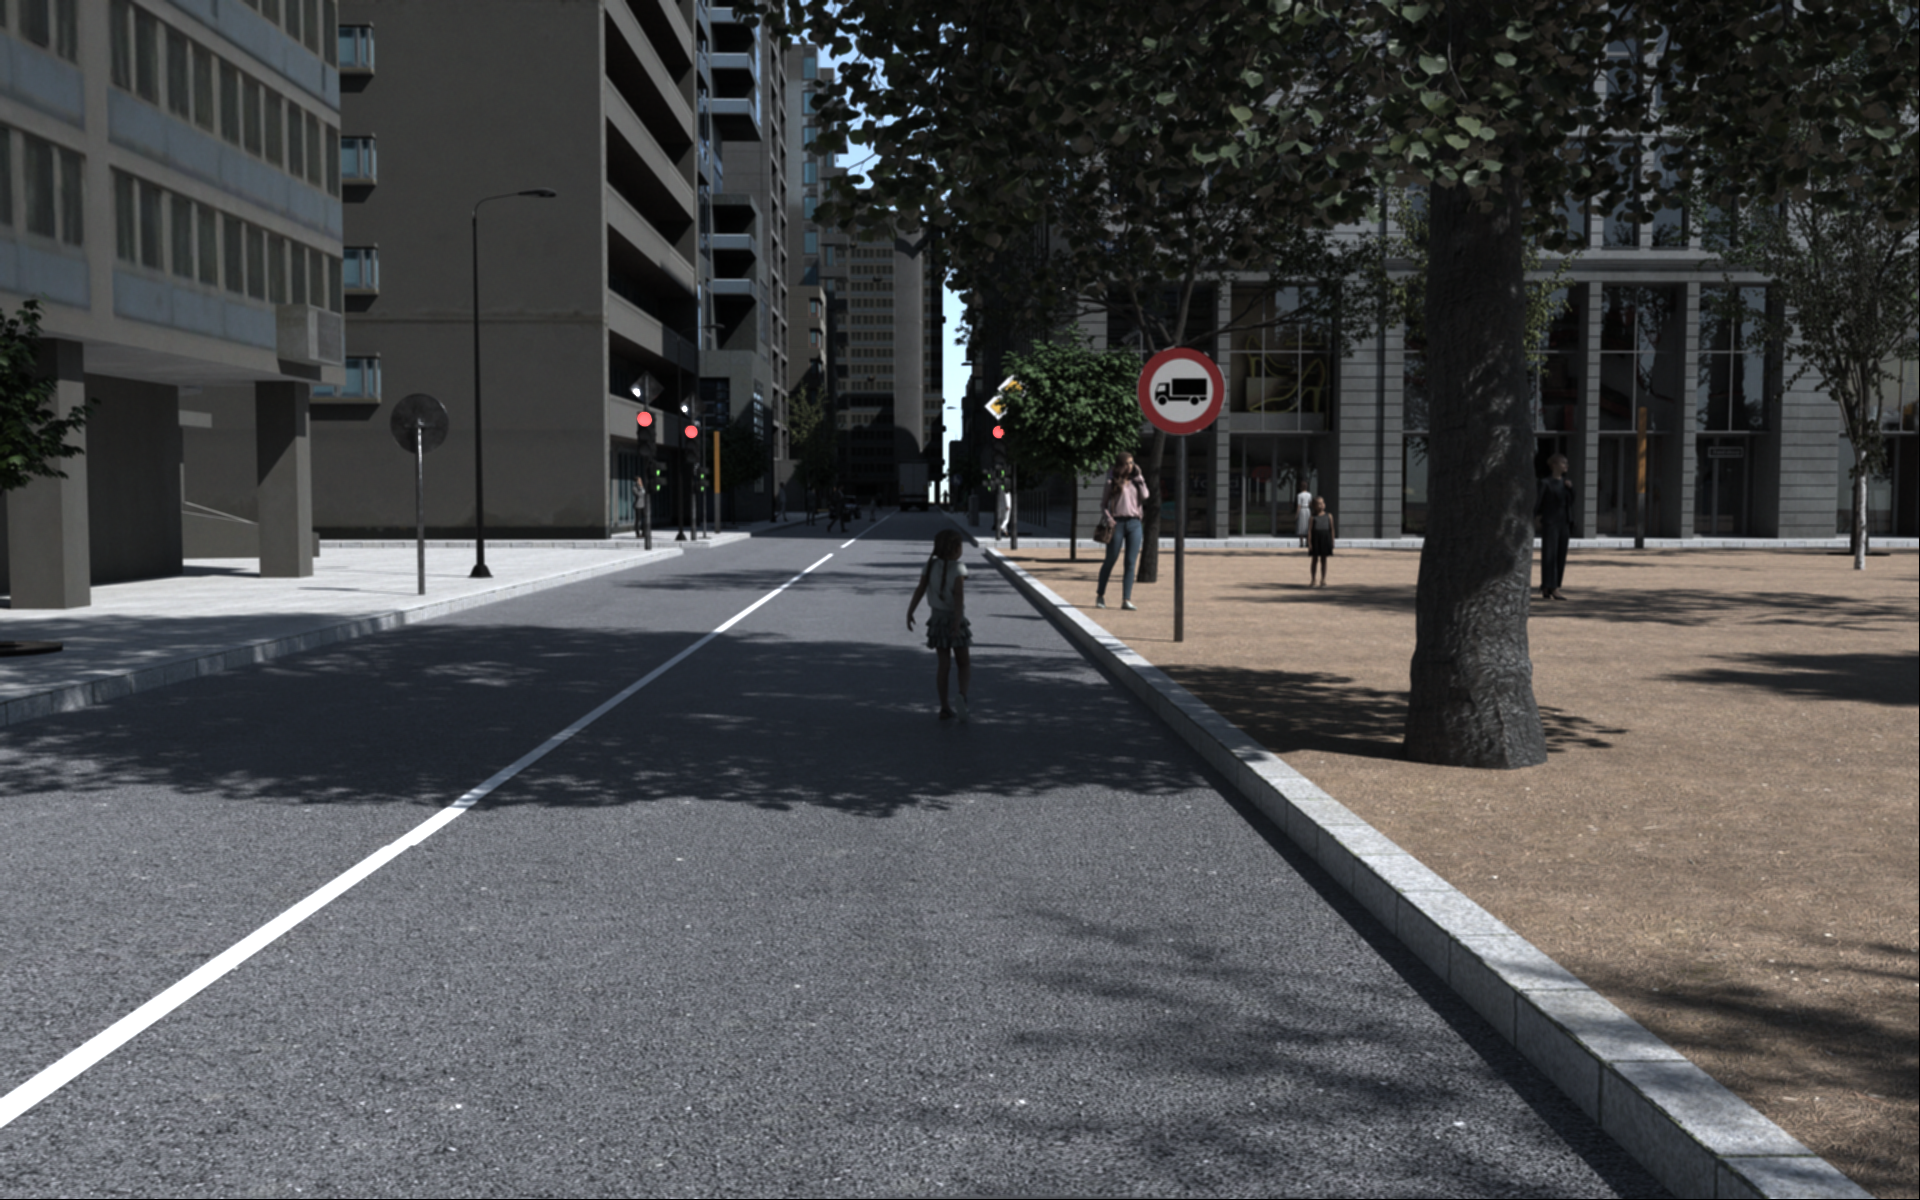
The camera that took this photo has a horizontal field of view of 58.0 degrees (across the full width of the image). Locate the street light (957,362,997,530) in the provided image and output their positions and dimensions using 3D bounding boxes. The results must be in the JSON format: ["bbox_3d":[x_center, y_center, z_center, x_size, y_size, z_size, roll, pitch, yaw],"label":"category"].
[{"bbox_3d":[0.731,-5.424,61.227,1.470,5.913,1.316,0,4,-1],"label":"street light"}]

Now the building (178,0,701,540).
[{"bbox_3d":[-20.835,-26.526,57.407,21.300,48.544,21.600,0,4,-1],"label":"building"}]

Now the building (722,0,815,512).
[{"bbox_3d":[-21.569,-42.393,131.384,20.563,71.187,20.611,0,4,-1],"label":"building"}]

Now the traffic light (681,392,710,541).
[{"bbox_3d":[-7.316,-3.588,47.582,0.839,4.253,0.868,0,4,-1],"label":"traffic light"}]

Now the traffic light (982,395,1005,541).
[{"bbox_3d":[1.043,-3.600,47.785,0.839,4.253,0.868,0,4,-1],"label":"traffic light"}]

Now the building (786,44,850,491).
[{"bbox_3d":[-27.284,-34.573,184.875,30.456,49.044,23.786,0,4,-1],"label":"building"}]

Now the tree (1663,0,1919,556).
[{"bbox_3d":[18.659,-6.740,35.950,9.928,11.665,9.643,0,3,0],"label":"tree"}]

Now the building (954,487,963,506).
[{"bbox_3d":[15.418,-30.226,186.070,32.217,40.220,23.993,0,4,-1],"label":"building"}]

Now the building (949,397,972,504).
[{"bbox_3d":[14.120,-55.287,216.608,31.000,86.520,22.319,0,4,-1],"label":"building"}]

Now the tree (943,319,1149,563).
[{"bbox_3d":[2.102,-2.995,32.687,4.285,4.588,4.351,0,3,0],"label":"tree"}]

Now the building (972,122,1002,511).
[{"bbox_3d":[7.879,-22.306,136.404,14.160,30.474,14.107,0,4,-1],"label":"building"}]

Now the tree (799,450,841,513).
[{"bbox_3d":[-9.778,-8.164,117.198,4.285,4.588,4.351,0,3,0],"label":"tree"}]

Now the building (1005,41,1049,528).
[{"bbox_3d":[10.249,-14.963,77.926,16.112,22.955,30.059,0,4,-1],"label":"building"}]

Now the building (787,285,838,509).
[{"bbox_3d":[-25.706,-19.137,157.924,27.650,21.520,28.899,0,4,-1],"label":"building"}]

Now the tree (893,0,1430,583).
[{"bbox_3d":[2.885,-5.512,24.527,8.767,10.594,7.601,-2,4,-34],"label":"tree"}]

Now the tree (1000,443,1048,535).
[{"bbox_3d":[1.696,-3.644,54.185,1.663,3.219,1.824,0,3,0],"label":"tree"}]

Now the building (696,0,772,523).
[{"bbox_3d":[-20.817,-47.573,90.493,22.319,86.520,31.000,0,4,-1],"label":"building"}]

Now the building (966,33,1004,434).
[{"bbox_3d":[11.816,-32.940,158.171,23.786,49.044,30.456,0,4,-1],"label":"building"}]

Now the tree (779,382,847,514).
[{"bbox_3d":[-9.599,-9.941,112.890,4.737,8.622,4.395,0,3,0],"label":"tree"}]

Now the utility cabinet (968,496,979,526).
[{"bbox_3d":[0.543,-3.582,69.725,0.306,1.237,1.020,-1,4,-8],"label":"utility cabinet"}]

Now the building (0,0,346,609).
[{"bbox_3d":[-21.200,-20.063,19.913,23.993,40.220,32.217,0,4,-1],"label":"building"}]

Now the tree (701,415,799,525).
[{"bbox_3d":[-9.457,-5.403,72.047,4.285,4.588,4.351,0,3,0],"label":"tree"}]

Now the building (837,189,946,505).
[{"bbox_3d":[-13.822,-32.488,223.058,23.993,40.220,32.217,0,4,-1],"label":"building"}]

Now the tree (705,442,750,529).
[{"bbox_3d":[-8.944,-4.292,64.781,1.663,3.219,1.824,0,3,0],"label":"tree"}]

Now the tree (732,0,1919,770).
[{"bbox_3d":[2.381,-6.197,7.972,9.857,13.997,8.962,0,3,0],"label":"tree"}]

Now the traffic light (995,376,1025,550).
[{"bbox_3d":[1.222,-3.112,39.802,0.839,4.253,0.868,0,4,-1],"label":"traffic light"}]

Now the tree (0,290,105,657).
[{"bbox_3d":[-7.766,-1.189,14.038,1.663,3.219,1.824,0,3,0],"label":"tree"}]

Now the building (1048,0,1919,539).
[{"bbox_3d":[17.914,-16.924,54.200,29.804,29.767,11.434,0,4,-1],"label":"building"}]

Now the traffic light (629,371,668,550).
[{"bbox_3d":[-7.137,-3.100,39.598,0.839,4.253,0.868,0,4,-1],"label":"traffic light"}]

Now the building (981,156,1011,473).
[{"bbox_3d":[8.890,-17.663,107.852,14.314,24.678,30.058,0,4,-1],"label":"building"}]

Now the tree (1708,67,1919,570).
[{"bbox_3d":[15.062,-4.822,29.202,4.360,8.622,3.978,0,3,0],"label":"tree"}]

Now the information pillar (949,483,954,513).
[{"bbox_3d":[-0.543,-6.765,115.101,0.304,2.012,0.304,0,4,2],"label":"information pillar"}]

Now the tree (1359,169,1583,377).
[{"bbox_3d":[9.848,-5.119,34.056,4.737,8.622,4.395,0,3,0],"label":"tree"}]
